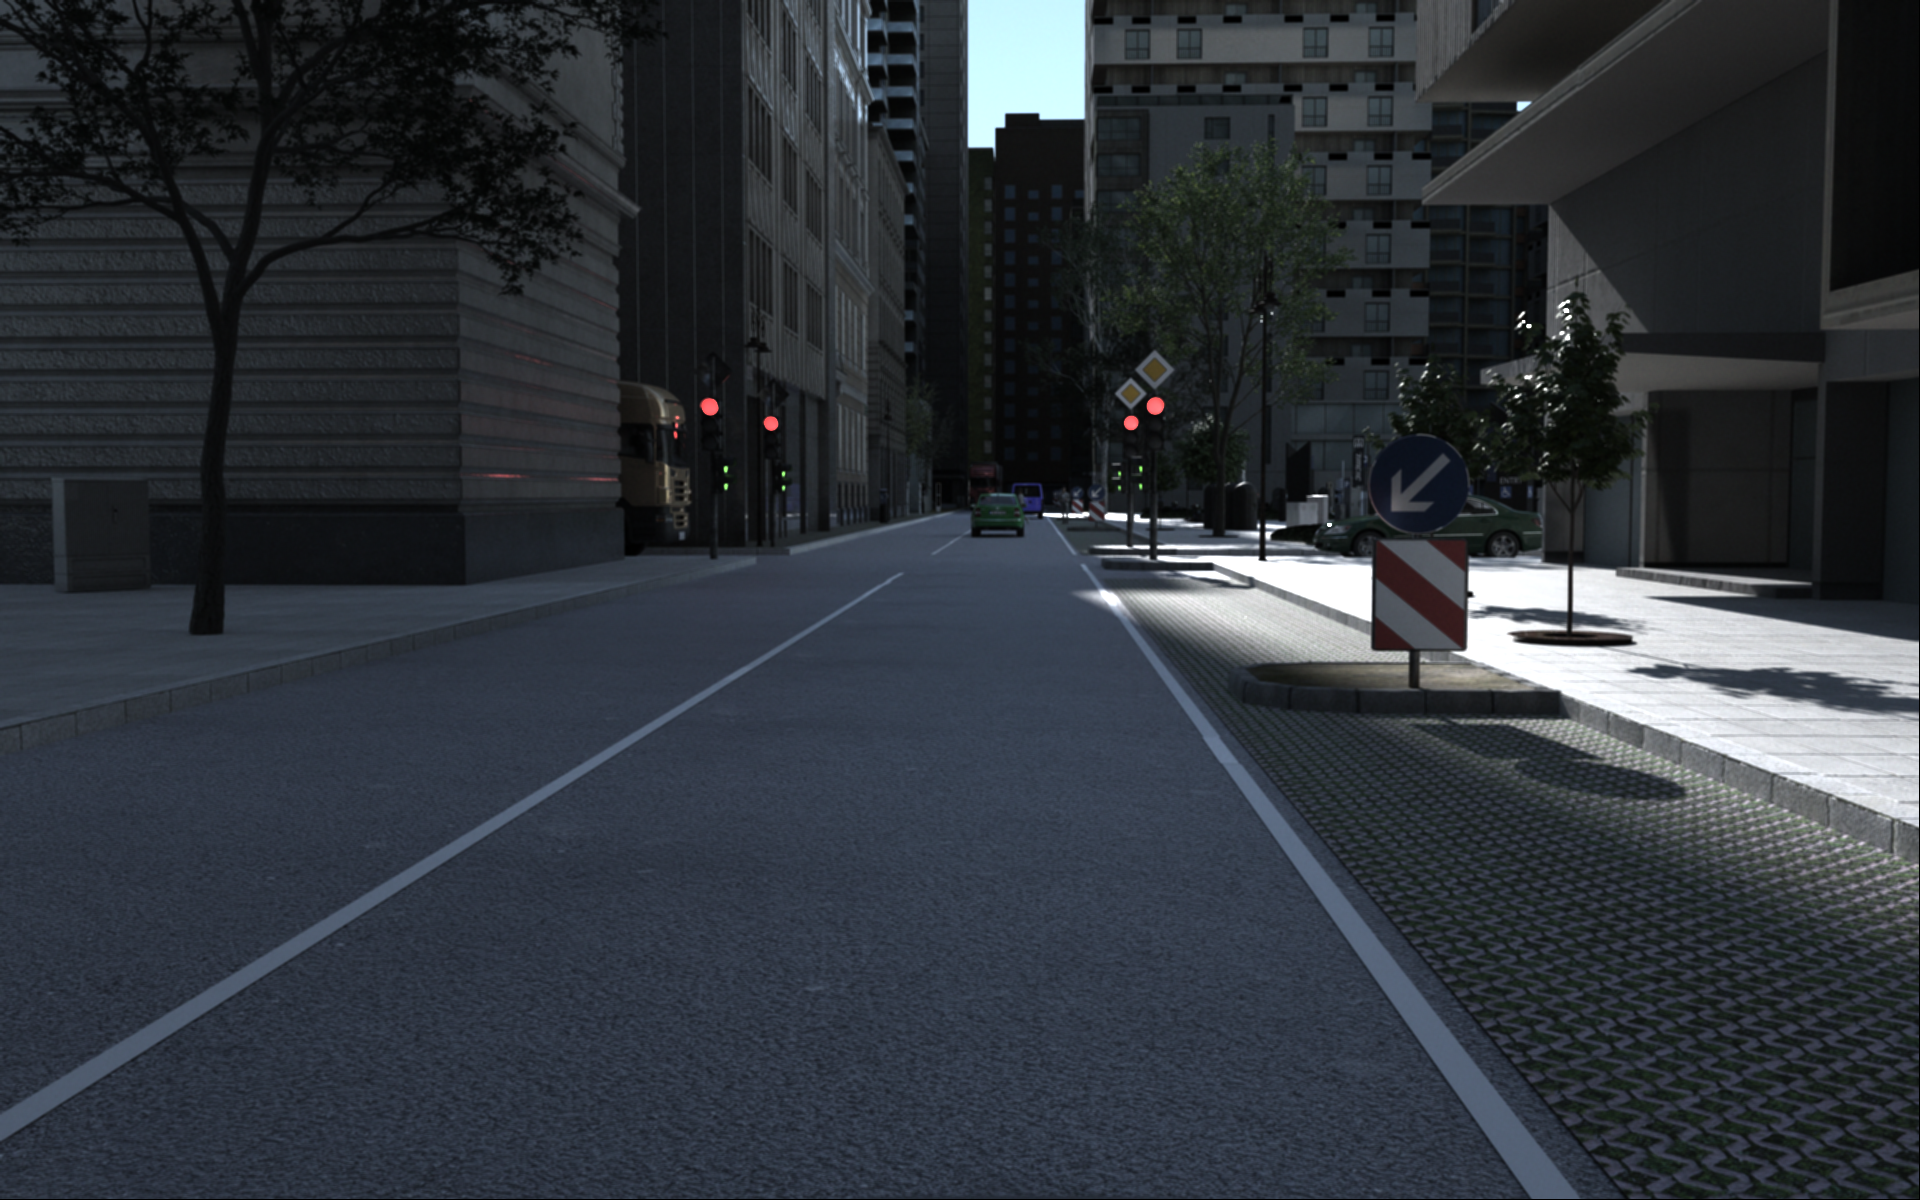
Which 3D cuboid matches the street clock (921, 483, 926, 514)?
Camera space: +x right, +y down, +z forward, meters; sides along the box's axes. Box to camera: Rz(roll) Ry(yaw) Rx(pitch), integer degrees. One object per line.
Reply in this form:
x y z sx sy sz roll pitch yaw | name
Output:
-2.476 -6.702 114.145 0.471 2.002 0.358 -3 5 -45 | street clock

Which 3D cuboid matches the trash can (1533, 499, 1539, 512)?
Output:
18.015 -2.651 55.001 0.748 1.137 0.748 0 3 0 | trash can

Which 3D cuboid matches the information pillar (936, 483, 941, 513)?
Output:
-1.446 -6.805 115.758 0.304 2.012 0.304 0 4 -4 | information pillar

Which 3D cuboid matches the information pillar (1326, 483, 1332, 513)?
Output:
23.743 -6.542 111.460 0.304 2.012 0.304 -1 4 -19 | information pillar

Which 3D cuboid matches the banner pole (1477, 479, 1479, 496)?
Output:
30.502 -6.845 101.940 0.401 3.779 0.863 1 4 17 | banner pole

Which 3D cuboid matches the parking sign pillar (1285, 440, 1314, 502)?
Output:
17.760 -6.283 91.203 1.447 3.967 1.447 -2 4 -33 | parking sign pillar

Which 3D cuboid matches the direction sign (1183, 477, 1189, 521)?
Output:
11.016 -5.620 83.889 0.379 3.537 0.876 1 4 11 | direction sign

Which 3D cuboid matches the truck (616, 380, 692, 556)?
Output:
-10.955 -2.984 37.702 11.283 4.237 2.839 0 4 4 | truck

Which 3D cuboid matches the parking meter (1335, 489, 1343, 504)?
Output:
18.006 -4.523 82.359 0.372 1.533 0.369 0 3 0 | parking meter

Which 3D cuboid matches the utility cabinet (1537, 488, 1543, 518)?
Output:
20.831 -3.225 61.404 0.318 1.500 1.173 3 5 40 | utility cabinet

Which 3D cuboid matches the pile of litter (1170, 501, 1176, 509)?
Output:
13.230 -5.647 106.298 1.719 0.858 1.176 3 4 37 | pile of litter

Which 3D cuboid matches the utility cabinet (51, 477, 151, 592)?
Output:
-11.339 -0.870 22.906 0.318 1.500 1.173 2 4 31 | utility cabinet

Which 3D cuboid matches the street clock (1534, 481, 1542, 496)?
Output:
23.469 -4.017 70.251 0.358 2.002 0.471 2 4 34 | street clock

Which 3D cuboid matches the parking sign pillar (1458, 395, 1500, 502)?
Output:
12.932 -3.451 44.898 1.447 3.967 1.447 0 4 -2 | parking sign pillar

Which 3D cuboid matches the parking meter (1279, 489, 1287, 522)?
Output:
15.069 -4.427 80.792 0.372 1.533 0.369 0 3 0 | parking meter

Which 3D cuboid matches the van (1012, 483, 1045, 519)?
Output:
3.877 -5.901 100.867 2.240 2.365 5.245 0 4 2 | van

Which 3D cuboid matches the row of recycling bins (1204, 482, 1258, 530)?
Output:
9.782 -3.412 62.902 1.069 1.692 3.534 -1 4 -14 | row of recycling bins

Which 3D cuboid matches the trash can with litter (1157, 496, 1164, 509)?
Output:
11.630 -5.422 100.033 0.624 1.170 1.055 -1 4 -14 | trash can with litter

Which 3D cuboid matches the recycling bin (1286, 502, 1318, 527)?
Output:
10.631 -2.527 53.871 0.722 1.027 0.722 -2 4 -24 | recycling bin

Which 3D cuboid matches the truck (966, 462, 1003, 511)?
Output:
2.295 -10.077 153.668 2.839 4.237 11.283 0 4 4 | truck

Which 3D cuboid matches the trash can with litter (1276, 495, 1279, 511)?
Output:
18.004 -5.294 97.620 1.678 1.210 2.233 0 4 6 | trash can with litter

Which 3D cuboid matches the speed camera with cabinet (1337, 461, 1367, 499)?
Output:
23.350 -6.617 102.524 2.038 3.252 0.660 1 4 12 | speed camera with cabinet

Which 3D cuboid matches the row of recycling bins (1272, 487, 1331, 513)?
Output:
20.744 -6.003 105.258 3.534 1.692 1.069 1 4 15 | row of recycling bins

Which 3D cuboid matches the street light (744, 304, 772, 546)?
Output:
-4.914 -4.253 42.328 0.468 5.910 1.993 0 4 2 | street light

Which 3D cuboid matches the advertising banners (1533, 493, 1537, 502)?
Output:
34.316 -6.403 100.874 2.074 3.025 0.090 -1 4 -15 | advertising banners

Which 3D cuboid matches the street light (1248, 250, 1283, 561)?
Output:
5.807 -3.688 33.089 0.468 5.910 1.993 0 4 2 | street light

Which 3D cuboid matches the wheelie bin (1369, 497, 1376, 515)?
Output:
19.775 -4.549 82.280 0.980 1.594 0.693 2 4 25 | wheelie bin

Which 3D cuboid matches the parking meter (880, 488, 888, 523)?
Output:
-3.374 -4.180 76.749 0.372 1.533 0.369 0 3 0 | parking meter

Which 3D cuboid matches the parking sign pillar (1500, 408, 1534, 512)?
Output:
15.889 -3.770 50.116 1.447 3.967 1.447 3 5 42 | parking sign pillar

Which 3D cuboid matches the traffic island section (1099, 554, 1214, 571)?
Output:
3.802 -0.709 33.872 2.009 0.180 2.903 0 4 2 | traffic island section

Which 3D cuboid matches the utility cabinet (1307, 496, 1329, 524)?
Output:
13.982 -3.463 67.782 0.306 1.237 1.020 -2 4 -26 | utility cabinet

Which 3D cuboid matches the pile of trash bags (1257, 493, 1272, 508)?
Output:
20.124 -6.331 113.268 1.912 1.369 3.447 -2 4 -28 | pile of trash bags

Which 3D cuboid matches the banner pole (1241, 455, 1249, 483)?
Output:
17.763 -7.207 107.853 0.863 3.779 0.401 -3 5 -44 | banner pole

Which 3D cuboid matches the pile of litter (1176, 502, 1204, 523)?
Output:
10.845 -3.938 78.353 1.176 0.858 1.719 -2 4 -25 | pile of litter

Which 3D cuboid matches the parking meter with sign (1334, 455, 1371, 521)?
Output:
17.311 -4.910 76.540 1.738 3.016 0.543 -2 4 -33 | parking meter with sign

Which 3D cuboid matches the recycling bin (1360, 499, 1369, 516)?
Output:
23.004 -5.154 96.817 0.722 1.027 0.722 -1 4 -17 | recycling bin

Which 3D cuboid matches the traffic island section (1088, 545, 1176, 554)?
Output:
4.125 -1.197 41.851 2.009 0.180 2.903 0 4 2 | traffic island section

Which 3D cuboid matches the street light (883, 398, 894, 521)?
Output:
-3.417 -6.704 82.404 0.468 5.910 1.993 0 4 2 | street light
